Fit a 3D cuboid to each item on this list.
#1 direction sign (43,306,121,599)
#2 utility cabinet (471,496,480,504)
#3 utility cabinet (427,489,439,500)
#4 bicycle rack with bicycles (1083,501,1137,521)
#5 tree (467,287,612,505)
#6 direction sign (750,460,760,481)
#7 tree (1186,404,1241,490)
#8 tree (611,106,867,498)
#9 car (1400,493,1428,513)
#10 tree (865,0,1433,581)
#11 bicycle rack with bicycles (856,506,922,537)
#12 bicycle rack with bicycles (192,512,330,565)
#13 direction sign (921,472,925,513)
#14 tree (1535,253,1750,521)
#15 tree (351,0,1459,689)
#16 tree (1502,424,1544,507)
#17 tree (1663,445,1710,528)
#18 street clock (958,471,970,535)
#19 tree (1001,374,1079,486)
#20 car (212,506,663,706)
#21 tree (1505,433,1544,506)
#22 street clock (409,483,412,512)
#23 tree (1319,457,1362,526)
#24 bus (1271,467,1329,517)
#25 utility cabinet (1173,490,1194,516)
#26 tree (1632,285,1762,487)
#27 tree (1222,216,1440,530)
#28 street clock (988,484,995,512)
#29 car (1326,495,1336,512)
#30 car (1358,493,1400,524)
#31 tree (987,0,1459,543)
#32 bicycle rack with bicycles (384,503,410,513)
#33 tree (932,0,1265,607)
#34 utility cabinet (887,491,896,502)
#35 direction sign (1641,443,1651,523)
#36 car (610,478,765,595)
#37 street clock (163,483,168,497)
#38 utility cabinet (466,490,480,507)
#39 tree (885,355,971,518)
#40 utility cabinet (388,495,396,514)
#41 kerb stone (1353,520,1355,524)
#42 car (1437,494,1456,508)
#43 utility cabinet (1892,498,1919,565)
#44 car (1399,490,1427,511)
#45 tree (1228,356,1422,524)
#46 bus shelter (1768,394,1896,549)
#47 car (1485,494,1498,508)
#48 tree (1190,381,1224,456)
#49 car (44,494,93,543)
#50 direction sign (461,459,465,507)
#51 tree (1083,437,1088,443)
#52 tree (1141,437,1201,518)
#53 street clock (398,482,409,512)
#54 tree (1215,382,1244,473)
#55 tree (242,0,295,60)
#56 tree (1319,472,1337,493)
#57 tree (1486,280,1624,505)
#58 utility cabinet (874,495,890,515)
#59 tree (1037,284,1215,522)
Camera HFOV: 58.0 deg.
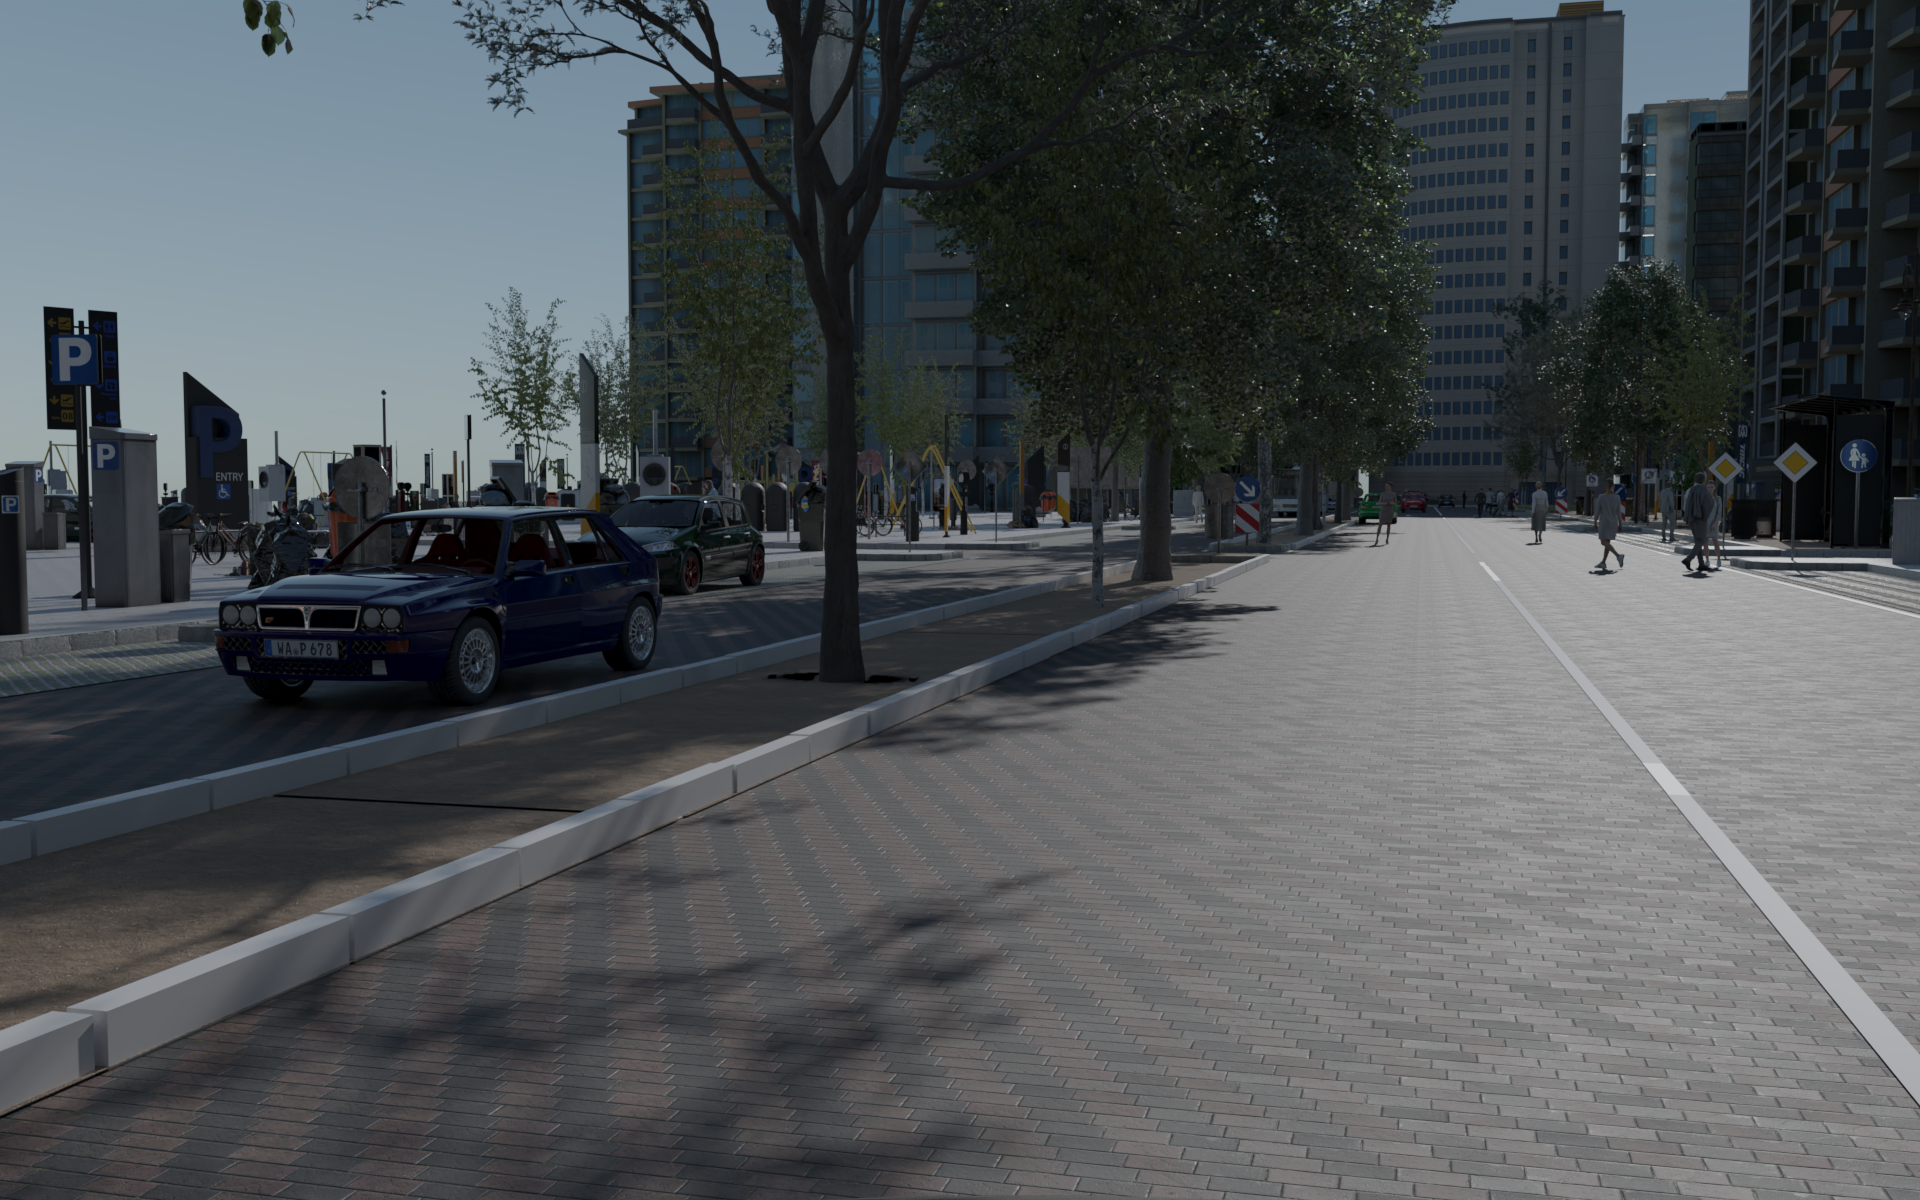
[{"bbox_3d":[-10.749,-1.791,21.281,0.379,3.537,0.876,3,4,38],"label":"direction sign"},{"bbox_3d":[-15.016,-2.670,54.815,1.020,1.237,0.306,-1,4,-19],"label":"utility cabinet"},{"bbox_3d":[-21.142,-3.723,69.542,0.318,1.500,1.173,-2,4,-25],"label":"utility cabinet"},{"bbox_3d":[6.636,-4.255,82.950,2.925,0.926,2.852,3,5,44],"label":"bicycle rack with bicycles"},{"bbox_3d":[-15.132,-6.771,61.075,4.737,8.622,4.395,0,3,0],"label":"tree"},{"bbox_3d":[-13.556,-7.496,114.564,0.379,3.537,0.876,3,5,43],"label":"direction sign"},{"bbox_3d":[16.772,-10.089,115.320,4.360,8.622,3.978,0,3,0],"label":"tree"},{"bbox_3d":[-4.337,-5.117,34.024,4.737,8.622,4.395,0,3,0],"label":"tree"},{"bbox_3d":[35.039,-7.624,133.687,2.155,1.783,4.494,1,4,15],"label":"car"},{"bbox_3d":[3.214,-7.297,28.412,9.857,13.997,8.962,0,3,0],"label":"tree"},{"bbox_3d":[-2.958,-2.413,52.832,2.925,0.926,2.852,2,4,28],"label":"bicycle rack with bicycles"},{"bbox_3d":[-12.999,-1.110,31.536,2.852,0.926,2.925,2,4,24],"label":"bicycle rack with bicycles"},{"bbox_3d":[-2.484,-7.575,115.855,0.379,3.537,0.876,0,4,-1],"label":"direction sign"},{"bbox_3d":[32.622,-10.146,82.890,9.611,12.733,9.660,0,3,0],"label":"tree"},{"bbox_3d":[-0.911,-6.107,12.676,12.009,13.543,11.850,0,3,0],"label":"tree"},{"bbox_3d":[56.231,-13.610,172.879,4.737,8.622,4.395,0,3,0],"label":"tree"},{"bbox_3d":[28.204,-4.405,66.629,1.663,3.219,1.824,0,3,0],"label":"tree"},{"bbox_3d":[0.121,-3.045,54.361,0.358,2.002,0.471,-1,4,-23],"label":"street clock"},{"bbox_3d":[4.309,-9.434,104.609,4.360,8.622,3.978,0,3,0],"label":"tree"},{"bbox_3d":[-3.763,-0.032,13.111,1.945,1.354,3.894,1,4,16],"label":"car"},{"bbox_3d":[58.872,-14.077,180.527,4.360,8.622,3.978,0,3,0],"label":"tree"},{"bbox_3d":[-34.082,-6.258,106.883,0.358,2.002,0.471,3,5,44],"label":"street clock"},{"bbox_3d":[16.193,-7.575,76.665,4.737,8.622,4.395,0,3,0],"label":"tree"},{"bbox_3d":[22.037,-7.146,111.697,2.948,3.499,13.247,1,4,16],"label":"bus"},{"bbox_3d":[12.832,-5.538,99.224,1.173,1.500,0.318,3,5,39],"label":"utility cabinet"},{"bbox_3d":[25.800,-6.715,60.160,4.737,8.622,4.395,0,3,0],"label":"tree"},{"bbox_3d":[14.184,-9.149,69.050,9.611,12.733,9.660,0,3,0],"label":"tree"},{"bbox_3d":[2.230,-7.111,120.827,0.471,2.002,0.358,2,4,26],"label":"street clock"},{"bbox_3d":[29.082,-7.471,134.729,1.945,1.354,3.894,1,4,16],"label":"car"},{"bbox_3d":[20.371,-4.618,84.295,1.959,1.807,4.718,1,4,15],"label":"car"},{"bbox_3d":[7.502,-11.645,48.735,12.611,20.169,13.585,0,3,0],"label":"tree"},{"bbox_3d":[-30.821,-4.841,92.530,2.925,0.926,2.852,-1,4,-21],"label":"bicycle rack with bicycles"},{"bbox_3d":[1.711,-4.190,21.334,4.737,8.622,4.395,0,3,0],"label":"tree"},{"bbox_3d":[-4.759,-6.395,113.236,1.173,1.500,0.318,1,4,9],"label":"utility cabinet"},{"bbox_3d":[30.543,-5.200,77.013,0.379,3.537,0.876,0,4,6],"label":"direction sign"},{"bbox_3d":[-4.292,-0.977,25.764,2.009,1.686,4.222,1,4,15],"label":"car"},{"bbox_3d":[-51.894,-6.642,113.165,0.358,2.002,0.471,-1,4,-18],"label":"street clock"},{"bbox_3d":[-29.666,-5.968,106.255,1.173,1.500,0.318,-2,4,-34],"label":"utility cabinet"},{"bbox_3d":[-1.265,-8.598,90.934,4.360,8.622,3.978,0,3,0],"label":"tree"},{"bbox_3d":[-36.707,-6.169,112.022,0.306,1.237,1.020,0,4,3],"label":"utility cabinet"},{"bbox_3d":[17.709,-3.450,78.604,0.120,0.150,1.000,1,4,15],"label":"kerb stone"},{"bbox_3d":[51.829,-10.683,184.452,2.009,1.686,4.222,1,4,15],"label":"car"},{"bbox_3d":[17.470,-1.235,31.349,1.020,1.237,0.306,2,4,27],"label":"utility cabinet"},{"bbox_3d":[38.716,-8.521,147.991,2.281,1.827,5.304,1,4,13],"label":"car"},{"bbox_3d":[18.425,-9.507,83.656,9.928,11.665,9.643,0,3,0],"label":"tree"},{"bbox_3d":[21.860,-3.204,43.676,1.731,3.624,6.357,1,4,15],"label":"bus shelter"},{"bbox_3d":[52.266,-9.757,169.314,2.009,1.686,4.222,1,4,17],"label":"car"},{"bbox_3d":[20.061,-12.282,126.572,9.928,11.665,9.643,0,3,0],"label":"tree"},{"bbox_3d":[-23.936,-2.285,47.147,4.222,1.686,2.009,1,4,15],"label":"car"},{"bbox_3d":[-33.824,-7.699,117.879,0.379,3.537,0.876,0,4,-6],"label":"direction sign"},{"bbox_3d":[6.871,-10.037,114.462,4.360,8.622,3.978,0,3,0],"label":"tree"},{"bbox_3d":[11.309,-6.712,93.449,4.285,4.588,4.351,0,3,0],"label":"tree"},{"bbox_3d":[-33.659,-6.103,104.346,0.358,2.002,0.471,1,4,23],"label":"street clock"},{"bbox_3d":[14.212,-11.396,104.454,7.486,12.596,7.792,0,3,0],"label":"tree"},{"bbox_3d":[-2.965,-3.170,4.648,4.360,8.622,3.978,0,3,0],"label":"tree"},{"bbox_3d":[22.230,-9.051,100.797,4.360,8.622,3.978,0,3,0],"label":"tree"},{"bbox_3d":[51.882,-18.041,150.866,12.611,20.169,13.585,0,3,0],"label":"tree"},{"bbox_3d":[-4.810,-5.867,107.081,1.020,1.237,0.306,0,4,5],"label":"utility cabinet"},{"bbox_3d":[7.212,-9.934,80.544,7.486,12.596,7.792,0,3,0],"label":"tree"}]
